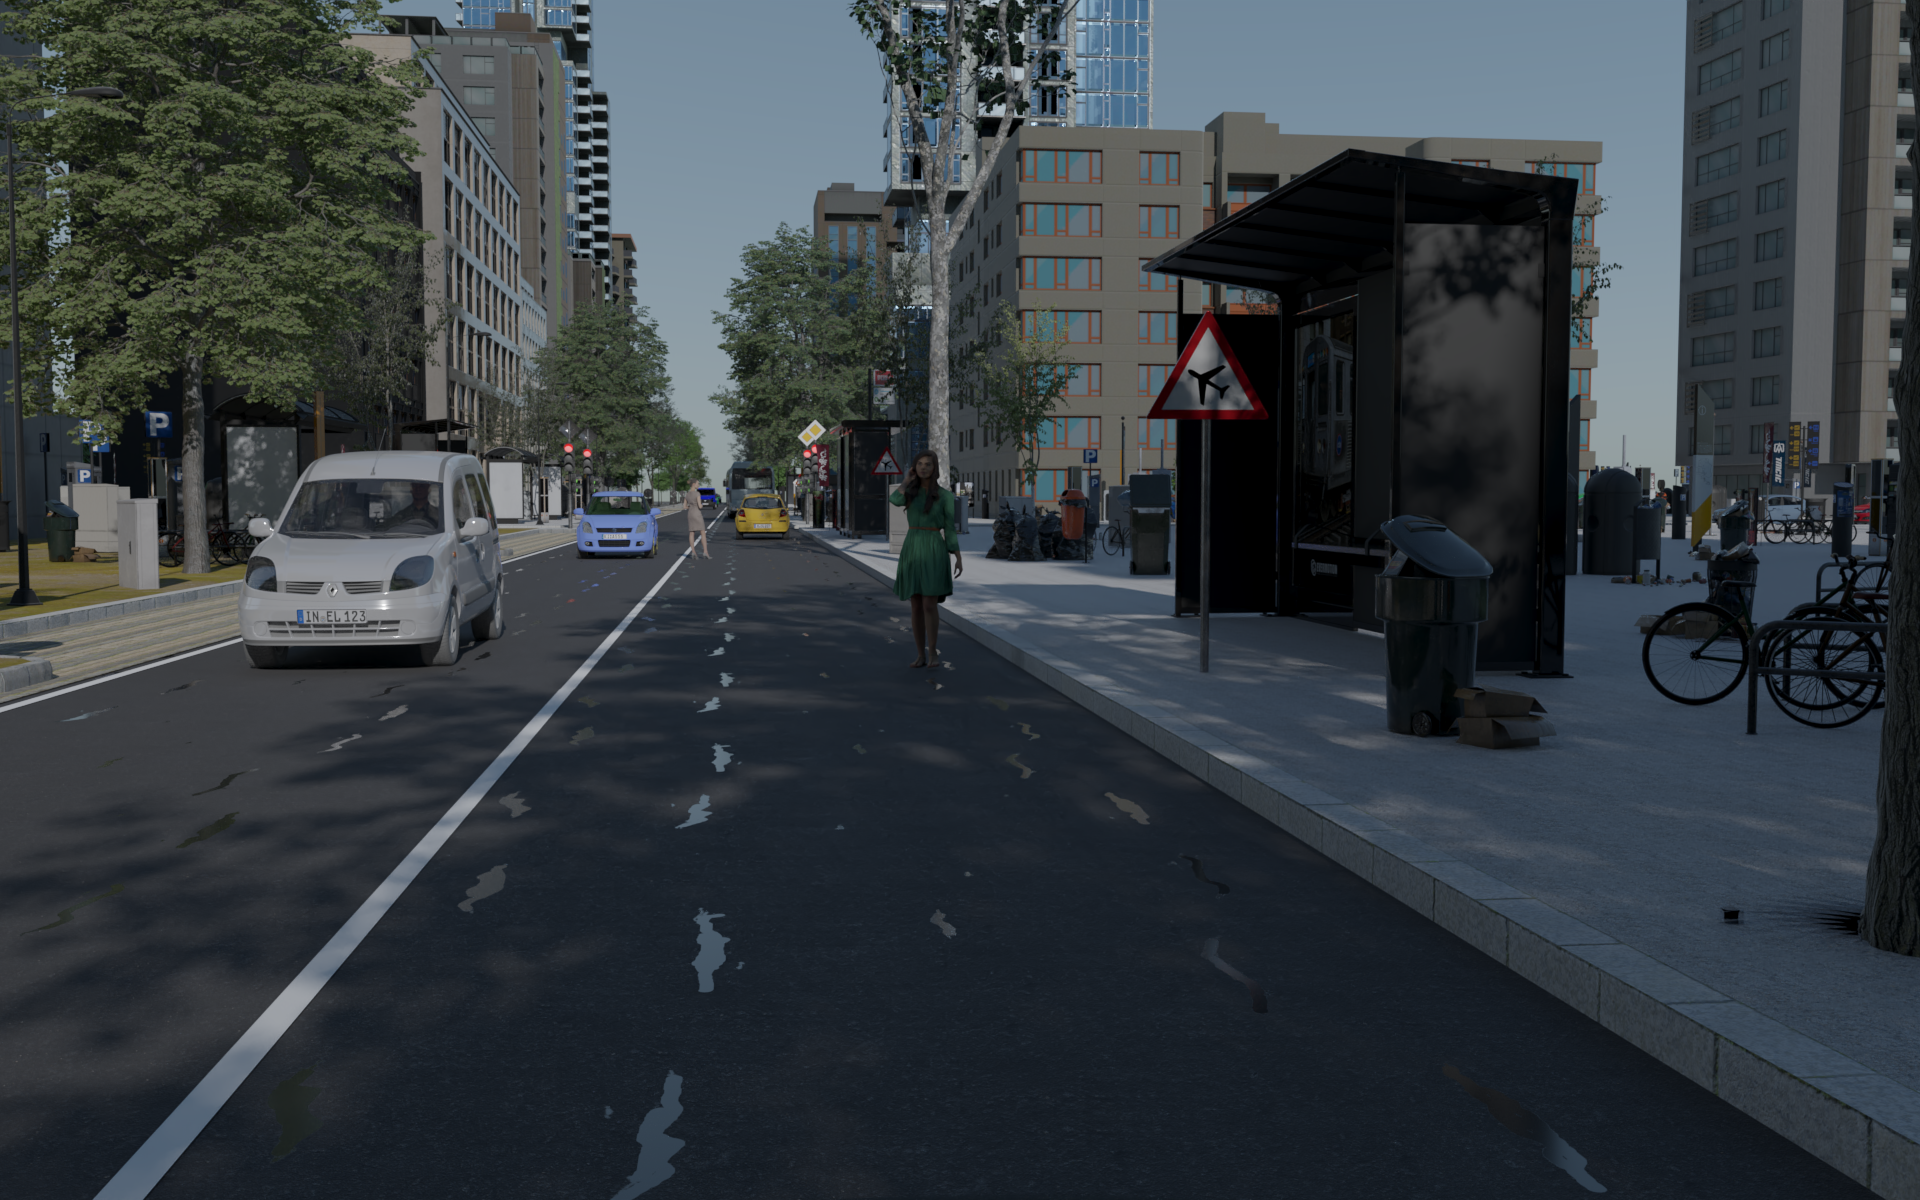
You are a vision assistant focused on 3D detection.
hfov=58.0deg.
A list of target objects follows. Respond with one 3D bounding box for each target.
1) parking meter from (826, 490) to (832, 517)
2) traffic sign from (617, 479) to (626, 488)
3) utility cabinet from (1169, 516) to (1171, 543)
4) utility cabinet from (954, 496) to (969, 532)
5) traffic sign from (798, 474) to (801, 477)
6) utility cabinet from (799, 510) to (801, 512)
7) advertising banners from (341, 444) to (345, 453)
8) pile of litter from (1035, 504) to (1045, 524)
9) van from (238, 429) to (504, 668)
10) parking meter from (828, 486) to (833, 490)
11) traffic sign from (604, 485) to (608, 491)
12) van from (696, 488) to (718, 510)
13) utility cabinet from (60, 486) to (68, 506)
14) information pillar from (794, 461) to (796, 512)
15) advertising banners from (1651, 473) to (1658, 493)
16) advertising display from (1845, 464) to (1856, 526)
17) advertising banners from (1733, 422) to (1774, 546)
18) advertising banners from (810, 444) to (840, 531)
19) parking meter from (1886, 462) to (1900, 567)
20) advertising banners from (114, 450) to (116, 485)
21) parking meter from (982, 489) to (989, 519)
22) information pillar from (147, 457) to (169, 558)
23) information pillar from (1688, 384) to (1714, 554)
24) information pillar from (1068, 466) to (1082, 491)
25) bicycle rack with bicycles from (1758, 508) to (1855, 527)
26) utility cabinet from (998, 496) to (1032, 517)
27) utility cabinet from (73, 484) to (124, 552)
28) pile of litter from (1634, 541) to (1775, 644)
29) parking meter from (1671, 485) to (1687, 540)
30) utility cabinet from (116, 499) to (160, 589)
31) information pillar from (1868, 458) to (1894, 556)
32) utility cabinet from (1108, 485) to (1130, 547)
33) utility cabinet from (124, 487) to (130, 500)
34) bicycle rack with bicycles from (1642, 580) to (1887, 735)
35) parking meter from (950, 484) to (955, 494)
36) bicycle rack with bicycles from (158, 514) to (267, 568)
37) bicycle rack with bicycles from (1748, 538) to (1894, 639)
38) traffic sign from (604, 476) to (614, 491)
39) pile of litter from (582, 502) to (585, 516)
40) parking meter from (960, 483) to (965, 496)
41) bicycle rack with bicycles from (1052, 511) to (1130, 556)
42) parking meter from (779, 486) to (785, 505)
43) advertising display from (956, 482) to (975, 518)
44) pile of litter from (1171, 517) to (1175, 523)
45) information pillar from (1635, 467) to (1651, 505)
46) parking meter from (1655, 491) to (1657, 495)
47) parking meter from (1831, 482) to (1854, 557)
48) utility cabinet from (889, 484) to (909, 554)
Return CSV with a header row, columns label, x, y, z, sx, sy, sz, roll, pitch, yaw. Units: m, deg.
label,x,y,z,sx,sy,sz,roll,pitch,yaw
parking meter,-7.477,-5.530,98.824,0.372,1.533,0.369,0,3,0
traffic sign,-23.085,-7.092,118.089,0.606,2.300,0.079,0,4,2
utility cabinet,5.260,-2.105,45.572,0.306,1.237,1.020,-1,4,-11
utility cabinet,-0.132,-2.929,59.045,0.306,1.237,1.020,-3,4,-37
traffic sign,-9.317,-6.332,103.633,0.768,2.556,0.104,0,4,1
utility cabinet,-12.584,-7.476,133.401,0.306,1.237,1.020,2,4,32
advertising banners,-21.815,-3.954,60.828,0.090,3.025,2.074,-2,4,-30
pile of litter,3.238,-3.729,74.939,1.176,0.858,1.719,-3,4,-36
van,-5.196,-0.527,15.624,2.013,2.044,4.112,0,4,-7
parking meter,-9.255,-7.223,123.806,0.255,1.863,0.399,0,4,4
traffic sign,-25.000,-7.517,123.015,0.768,2.556,0.104,0,4,2
van,-23.685,-9.606,161.440,2.240,2.365,5.245,0,4,-7
utility cabinet,-23.646,-2.335,46.849,1.173,1.500,0.318,-2,4,-24
information pillar,-11.516,-7.912,120.721,0.183,3.616,0.504,0,4,1
advertising banners,57.790,-8.998,143.304,2.074,3.025,0.090,-2,4,-31
advertising display,19.129,-1.960,37.258,0.123,1.923,0.974,2,4,32
advertising banners,19.657,-2.858,42.919,0.090,3.025,2.074,0,4,1
advertising banners,-4.556,-4.182,64.563,2.074,3.025,0.090,-1,4,-14
parking meter,15.752,-1.423,28.980,0.399,1.863,0.255,-1,4,-12
advertising banners,-34.165,-4.520,70.089,0.090,3.025,2.074,-2,4,-25
parking meter,1.308,-4.941,89.191,0.372,1.533,0.369,0,3,0
information pillar,-16.144,-1.859,34.884,0.304,2.012,0.304,-3,4,-37
information pillar,15.820,-2.786,36.913,0.504,3.616,0.183,-1,4,-22
information pillar,3.004,-2.498,45.326,0.304,2.012,0.304,-1,4,-17
bicycle rack with bicycles,21.836,-1.927,44.882,2.852,0.926,2.925,-2,4,-34
utility cabinet,1.539,-2.250,47.944,1.020,1.237,0.306,-3,5,-42
utility cabinet,-18.925,-1.792,37.979,1.173,1.500,0.318,2,4,29
pile of litter,6.737,-0.104,15.672,1.176,0.858,1.719,2,4,24
parking meter,20.344,-2.482,48.989,0.372,1.533,0.369,0,3,0
utility cabinet,-11.284,-0.770,23.756,0.306,1.237,1.020,-3,4,-39
information pillar,19.007,-1.911,35.743,0.304,2.012,0.304,-1,4,-19
utility cabinet,3.995,-2.020,41.713,0.318,1.500,1.173,-2,4,-26
utility cabinet,-26.264,-2.743,53.523,0.318,1.500,1.173,2,4,28
bicycle rack with bicycles,5.368,0.223,9.729,2.925,0.926,2.852,2,4,32
parking meter,-0.504,-5.833,101.082,0.399,1.863,0.255,2,4,31
bicycle rack with bicycles,-13.381,-1.115,31.619,2.925,0.926,2.852,-2,4,-35
bicycle rack with bicycles,9.724,-0.182,16.364,2.925,0.926,2.852,-1,4,-23
traffic sign,-24.357,-7.337,120.063,0.768,2.556,0.104,0,4,-4
pile of litter,-22.478,-5.502,103.916,1.176,0.858,1.719,2,4,31
parking meter,0.124,-5.032,87.976,0.255,1.863,0.399,0,4,-4
bicycle rack with bicycles,2.887,-1.431,36.775,2.852,0.926,2.925,2,4,33
parking meter,-12.644,-7.180,123.096,0.399,1.863,0.255,3,5,39
advertising display,0.279,-5.278,91.514,0.974,1.923,0.123,0,4,7
pile of litter,9.716,-3.928,78.187,1.176,0.858,1.719,2,4,31
information pillar,18.756,-2.638,47.620,0.304,2.012,0.304,-1,4,-16
parking meter,58.711,-8.442,146.438,0.372,1.533,0.369,0,3,0
parking meter,17.984,-1.644,35.294,0.372,1.533,0.369,0,3,0
utility cabinet,-1.042,-1.707,36.584,0.318,1.500,1.173,-3,4,-38
